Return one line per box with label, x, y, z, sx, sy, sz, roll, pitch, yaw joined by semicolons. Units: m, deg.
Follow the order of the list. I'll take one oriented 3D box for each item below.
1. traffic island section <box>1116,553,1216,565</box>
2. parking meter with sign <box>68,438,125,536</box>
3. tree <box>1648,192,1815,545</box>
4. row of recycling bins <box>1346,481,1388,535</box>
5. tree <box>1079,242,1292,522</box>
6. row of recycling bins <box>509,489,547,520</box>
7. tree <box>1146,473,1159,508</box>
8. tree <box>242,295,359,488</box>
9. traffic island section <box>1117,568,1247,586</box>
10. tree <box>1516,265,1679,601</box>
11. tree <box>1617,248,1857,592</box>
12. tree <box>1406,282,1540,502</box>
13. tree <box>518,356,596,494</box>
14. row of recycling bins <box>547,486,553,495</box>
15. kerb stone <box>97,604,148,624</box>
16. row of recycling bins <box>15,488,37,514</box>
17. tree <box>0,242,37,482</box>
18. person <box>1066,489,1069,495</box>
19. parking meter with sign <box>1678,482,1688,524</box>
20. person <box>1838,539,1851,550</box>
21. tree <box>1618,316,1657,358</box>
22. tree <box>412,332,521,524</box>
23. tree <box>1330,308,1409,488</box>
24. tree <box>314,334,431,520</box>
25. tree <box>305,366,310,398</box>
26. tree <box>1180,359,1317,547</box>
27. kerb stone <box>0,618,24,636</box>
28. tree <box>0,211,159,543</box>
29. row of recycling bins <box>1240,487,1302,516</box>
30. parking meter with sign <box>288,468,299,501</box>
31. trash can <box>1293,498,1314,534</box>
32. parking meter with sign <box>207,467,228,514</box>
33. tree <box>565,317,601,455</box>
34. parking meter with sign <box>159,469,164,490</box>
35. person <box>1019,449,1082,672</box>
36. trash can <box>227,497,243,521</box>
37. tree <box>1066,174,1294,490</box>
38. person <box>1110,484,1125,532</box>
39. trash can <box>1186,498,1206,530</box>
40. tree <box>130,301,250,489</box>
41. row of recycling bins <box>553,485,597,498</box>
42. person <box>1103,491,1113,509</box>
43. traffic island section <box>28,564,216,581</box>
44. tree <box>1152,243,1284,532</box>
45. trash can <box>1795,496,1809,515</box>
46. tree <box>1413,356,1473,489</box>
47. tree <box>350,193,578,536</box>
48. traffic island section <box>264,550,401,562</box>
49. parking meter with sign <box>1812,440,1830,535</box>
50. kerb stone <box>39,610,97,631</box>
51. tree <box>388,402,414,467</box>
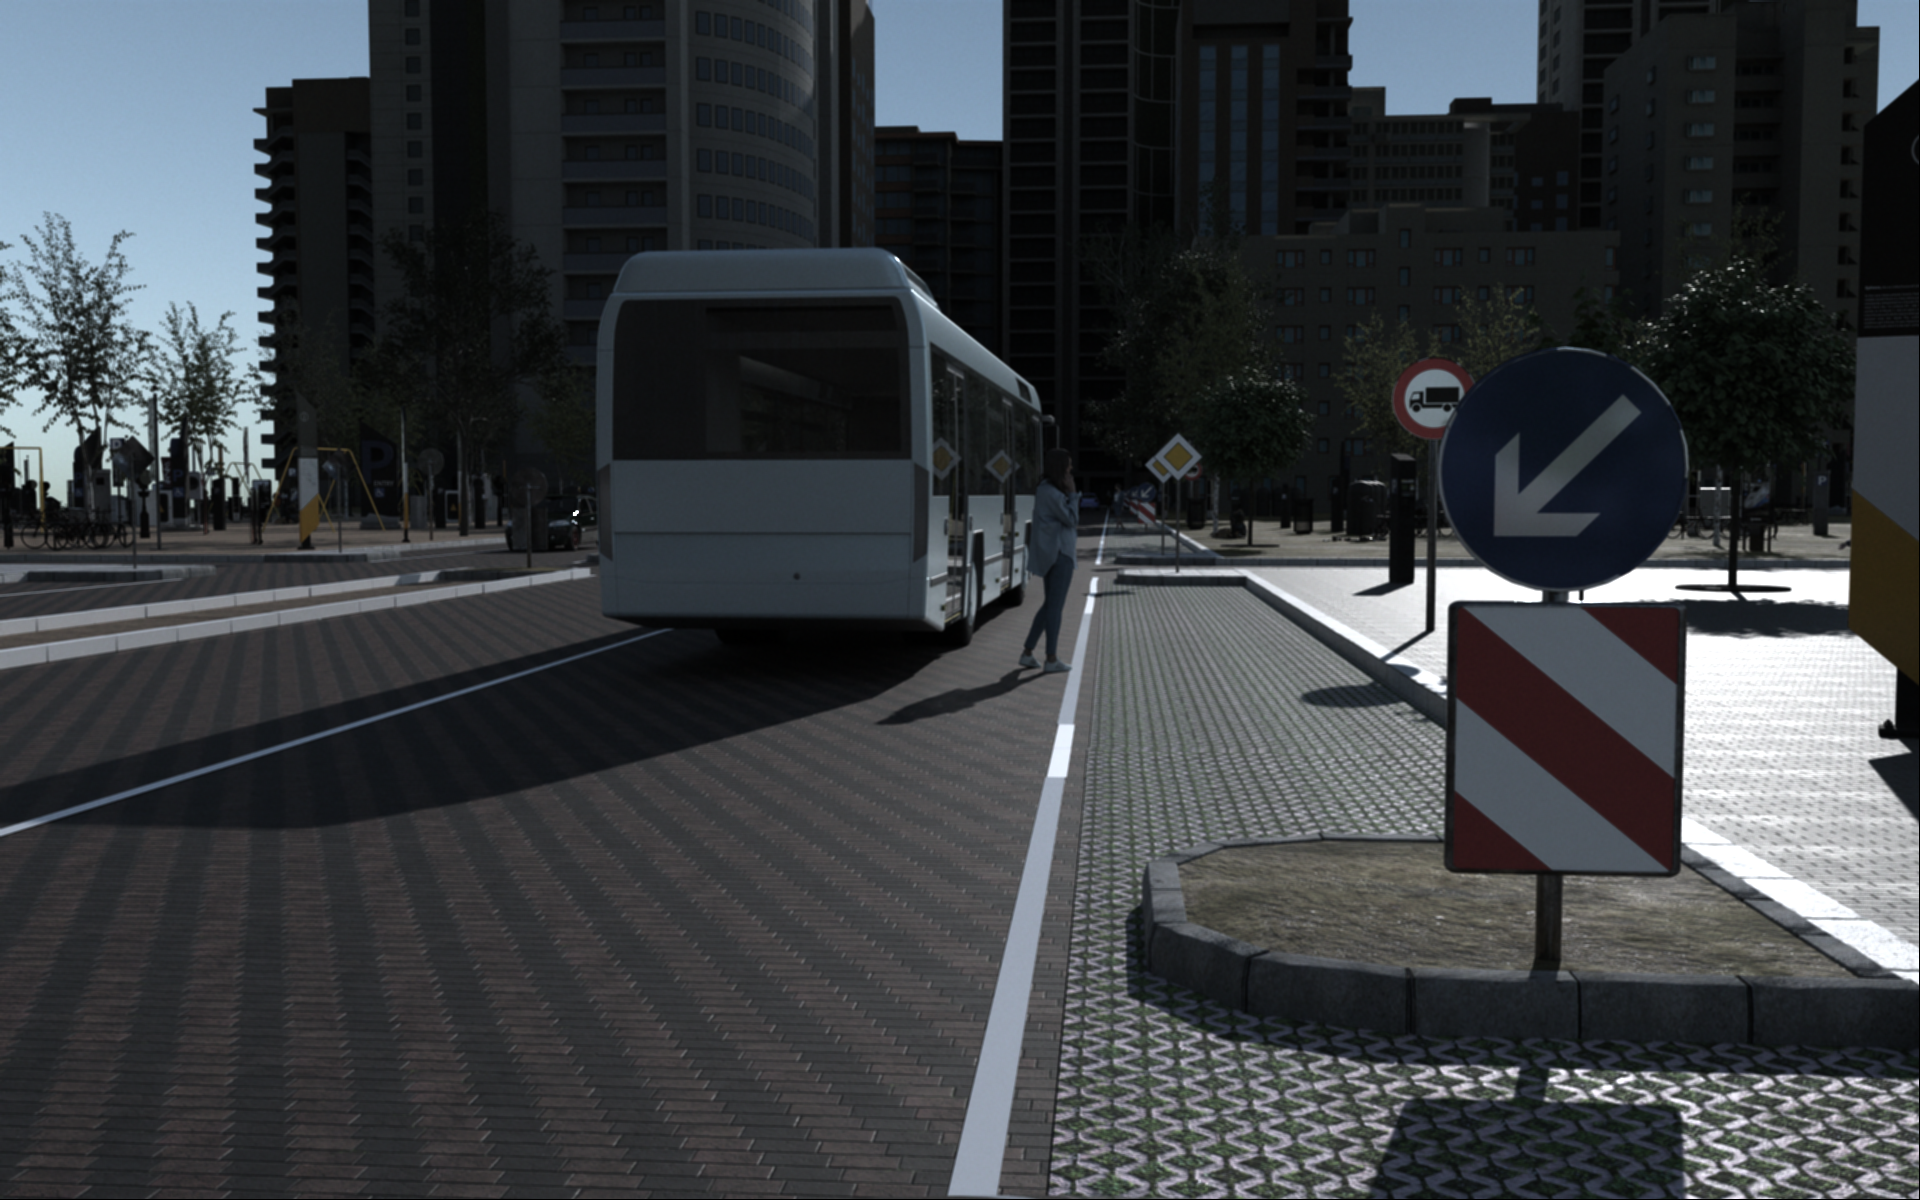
traffic island section;4.270;-0.856;36.269;2.009;0.180;2.903;0;4;5
parking meter with sign;-26.542;-3.485;53.236;0.543;3.016;1.738;1;4;23
tree;19.217;-5.693;43.443;4.737;8.622;4.395;0;3;0
row of recycling bins;13.235;-2.995;56.080;1.069;1.692;3.534;1;4;23
tree;10.714;-9.903;78.930;9.611;12.733;9.660;0;3;0
row of recycling bins;-14.968;-3.214;59.660;1.069;1.692;3.534;-1;4;-17
tree;19.068;-10.970;173.963;1.663;3.219;1.824;0;3;0
tree;-24.049;-6.935;63.753;4.360;8.622;3.978;0;3;0
traffic island section;3.574;-0.369;28.314;2.009;0.180;2.903;0;4;5
tree;5.354;-1.236;14.812;1.663;3.219;1.824;0;3;0
tree;10.436;-2.410;23.122;4.285;4.588;4.351;0;3;0
tree;18.077;-6.671;59.439;4.360;8.622;3.978;0;3;0
tree;-20.059;-8.356;86.983;4.737;8.622;4.395;0;3;0
row of recycling bins;-21.671;-5.254;93.017;1.069;1.692;3.534;1;4;10
kerb stone;-9.499;0.166;19.482;0.120;0.150;1.000;0;4;5
row of recycling bins;-59.645;-6.216;108.749;1.069;1.692;3.534;2;4;24
tree;-27.211;-5.923;47.199;4.737;8.622;4.395;0;3;0
person;5.893;-5.259;94.587;0.391;1.810;0.635;-1;4;-18
parking meter with sign;31.781;-4.846;75.491;1.738;3.016;0.543;-1;4;-12
person;16.922;-1.103;32.027;0.738;1.151;1.012;-3;4;-36
tree;27.716;-7.343;70.415;4.360;8.622;3.978;0;3;0
tree;-20.653;-7.491;72.841;4.360;8.622;3.978;0;3;0
tree;16.951;-7.282;69.420;4.360;8.622;3.978;0;3;0
tree;-25.817;-7.855;78.796;4.737;8.622;4.395;0;3;0
tree;-30.546;-8.340;86.716;4.737;8.622;4.395;0;3;0
tree;7.020;-3.579;42.233;4.285;4.588;4.351;0;3;0
kerb stone;-9.670;0.291;17.437;0.120;0.150;1.000;0;4;5
tree;-22.856;-5.796;45.130;4.360;8.622;3.978;0;3;0
row of recycling bins;17.997;-5.688;100.119;3.534;1.692;1.069;0;4;5
parking meter with sign;-44.378;-7.296;115.545;0.543;3.016;1.738;-2;4;-31
trash can;11.069;-2.702;55.833;0.748;1.137;0.748;0;3;0
parking meter with sign;-47.668;-7.042;111.399;1.738;3.016;0.543;2;4;34
tree;-13.770;-7.372;70.896;4.360;8.622;3.978;0;3;0
parking meter with sign;-45.277;-6.240;98.291;0.543;3.016;1.738;0;4;-3
person;0.725;-0.320;14.003;0.793;1.790;0.793;-3;5;-43
trash can;-34.627;-4.348;82.737;0.748;1.137;0.748;0;3;0
tree;12.967;-15.134;103.328;12.611;20.169;13.585;0;3;0
person;5.929;-3.417;64.395;0.654;1.822;0.581;-2;4;-28
trash can;8.550;-3.127;62.773;0.748;1.137;0.748;0;3;0
tree;-28.808;-7.044;65.539;4.737;8.622;4.395;0;3;0
row of recycling bins;-16.729;-4.402;79.082;1.069;1.692;3.534;3;4;36
person;13.847;-9.349;162.080;1.217;1.736;0.721;-3;4;-37
traffic island section;-14.249;-0.464;29.872;2.009;0.180;2.903;0;4;5
tree;7.644;-6.194;51.641;4.737;8.622;4.395;0;3;0
trash can;51.320;-5.745;105.581;0.748;1.137;0.748;0;3;0
tree;25.779;-8.690;92.447;4.737;8.622;4.395;0;3;0
tree;-14.939;-7.247;52.907;8.767;10.594;7.601;3;4;38
traffic island section;-13.553;-0.951;37.827;2.009;0.180;2.903;0;4;5
parking meter with sign;27.241;-3.582;54.827;0.543;3.016;1.738;1;4;23
kerb stone;-9.579;0.231;18.464;0.120;0.150;1.000;0;4;5
tree;-31.766;-9.308;102.548;4.360;8.622;3.978;0;3;0
